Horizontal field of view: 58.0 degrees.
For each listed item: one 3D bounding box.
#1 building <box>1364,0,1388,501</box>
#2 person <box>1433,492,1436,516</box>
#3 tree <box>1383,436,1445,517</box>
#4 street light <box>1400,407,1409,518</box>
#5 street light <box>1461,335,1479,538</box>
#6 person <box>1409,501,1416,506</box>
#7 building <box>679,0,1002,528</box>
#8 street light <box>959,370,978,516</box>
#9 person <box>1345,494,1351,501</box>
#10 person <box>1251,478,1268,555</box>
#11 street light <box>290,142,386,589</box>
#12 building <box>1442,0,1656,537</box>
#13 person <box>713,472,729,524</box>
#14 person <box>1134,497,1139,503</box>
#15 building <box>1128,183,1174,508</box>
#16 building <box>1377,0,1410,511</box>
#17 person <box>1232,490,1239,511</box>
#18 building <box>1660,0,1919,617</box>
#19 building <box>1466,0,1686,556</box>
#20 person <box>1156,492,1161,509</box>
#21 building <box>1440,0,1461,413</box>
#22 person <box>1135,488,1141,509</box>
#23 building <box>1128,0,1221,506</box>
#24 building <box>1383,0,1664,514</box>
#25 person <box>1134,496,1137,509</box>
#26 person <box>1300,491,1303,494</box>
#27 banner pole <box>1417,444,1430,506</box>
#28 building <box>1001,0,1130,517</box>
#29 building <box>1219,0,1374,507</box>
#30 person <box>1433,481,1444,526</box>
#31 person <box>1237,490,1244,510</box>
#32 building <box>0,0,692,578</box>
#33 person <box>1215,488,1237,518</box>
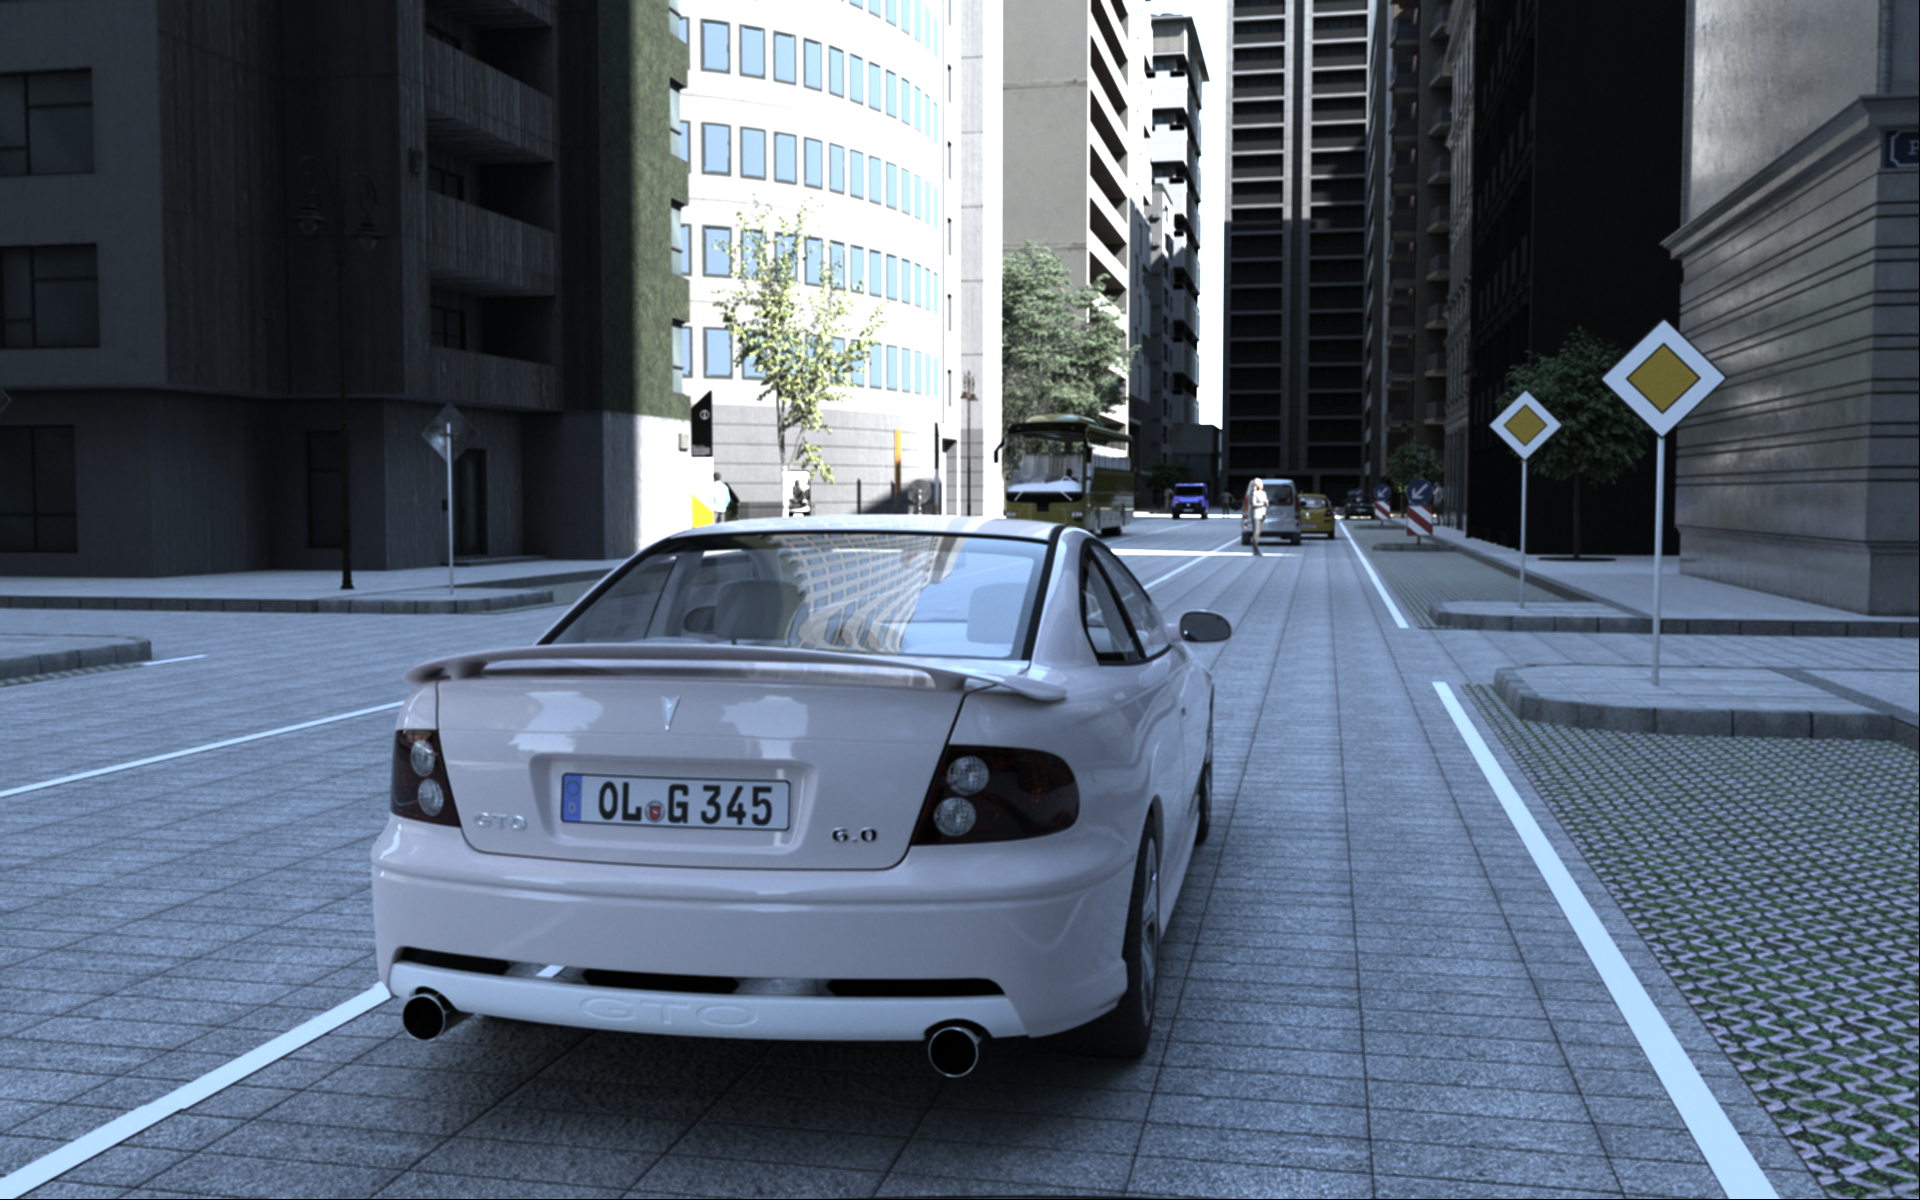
[{"bbox_3d":[47.344,-32.414,153.677,21.300,48.544,21.600,1,4,12],"label":"building"},{"bbox_3d":[28.167,-5.780,102.015,0.593,1.643,0.415,-1,4,-18],"label":"person"},{"bbox_3d":[25.765,-7.003,98.210,4.285,4.588,4.351,0,3,0],"label":"tree"},{"bbox_3d":[23.595,-7.299,92.128,0.468,5.910,1.993,1,4,12],"label":"street light"},{"bbox_3d":[14.828,-4.744,50.357,0.468,5.910,1.993,1,4,12],"label":"street light"},{"bbox_3d":[21.686,-4.675,82.743,0.793,1.790,0.793,3,5,39],"label":"person"},{"bbox_3d":[-11.337,-31.806,62.024,21.231,58.520,28.212,1,4,12],"label":"building"},{"bbox_3d":[0.334,-5.611,64.521,0.468,5.910,1.993,1,4,12],"label":"street light"},{"bbox_3d":[27.926,-6.870,124.046,0.991,1.433,0.599,-1,4,-10],"label":"person"},{"bbox_3d":[7.069,-1.958,40.696,0.537,1.800,0.526,-2,4,-35],"label":"person"},{"bbox_3d":[-8.278,-3.085,23.221,0.468,5.910,1.993,1,4,12],"label":"street light"},{"bbox_3d":[22.173,-12.859,59.399,9.793,20.994,18.267,1,4,12],"label":"building"},{"bbox_3d":[-5.980,-2.245,42.770,0.660,1.820,0.620,-3,5,-43],"label":"person"},{"bbox_3d":[9.419,-5.387,97.098,1.217,1.766,0.721,0,4,-2],"label":"person"},{"bbox_3d":[12.960,-24.029,164.578,14.107,30.474,14.160,1,4,12],"label":"building"},{"bbox_3d":[40.853,-29.772,136.877,14.600,45.320,14.200,1,4,12],"label":"building"},{"bbox_3d":[23.770,-8.615,149.376,0.705,1.821,1.348,-1,4,-13],"label":"person"},{"bbox_3d":[20.096,-11.267,20.368,21.152,22.565,11.583,1,4,12],"label":"building"},{"bbox_3d":[19.644,-13.015,42.467,12.332,23.373,15.834,1,4,12],"label":"building"},{"bbox_3d":[17.293,-8.668,151.001,0.421,1.427,0.697,2,4,35],"label":"person"},{"bbox_3d":[29.684,-17.846,79.172,14.401,28.519,23.554,1,4,12],"label":"building"},{"bbox_3d":[15.698,-9.003,153.248,0.705,1.824,1.348,-2,4,-24],"label":"person"},{"bbox_3d":[15.260,-36.971,193.710,27.495,52.752,28.713,1,4,12],"label":"building"},{"bbox_3d":[39.966,-28.165,115.121,22.147,44.769,28.867,1,4,12],"label":"building"},{"bbox_3d":[14.953,-8.833,150.420,0.705,1.831,1.348,-1,4,-21],"label":"person"},{"bbox_3d":[29.625,-8.635,150.405,1.217,1.736,0.721,0,4,-3],"label":"person"},{"bbox_3d":[23.100,-5.886,86.261,0.863,3.779,0.401,-1,4,-17],"label":"banner pole"},{"bbox_3d":[-1.203,-29.623,108.034,21.300,48.544,21.600,1,4,12],"label":"building"},{"bbox_3d":[38.834,-45.593,183.702,20.611,71.187,20.563,1,4,12],"label":"building"},{"bbox_3d":[19.474,-3.936,70.515,0.853,1.813,0.709,-1,4,-22],"label":"person"},{"bbox_3d":[25.492,-9.181,158.554,0.705,1.831,1.348,-3,5,-40],"label":"person"},{"bbox_3d":[-14.169,-15.916,31.933,14.160,30.474,14.107,1,4,12],"label":"building"},{"bbox_3d":[15.999,-5.854,104.211,1.348,1.824,0.705,0,4,4],"label":"person"}]
